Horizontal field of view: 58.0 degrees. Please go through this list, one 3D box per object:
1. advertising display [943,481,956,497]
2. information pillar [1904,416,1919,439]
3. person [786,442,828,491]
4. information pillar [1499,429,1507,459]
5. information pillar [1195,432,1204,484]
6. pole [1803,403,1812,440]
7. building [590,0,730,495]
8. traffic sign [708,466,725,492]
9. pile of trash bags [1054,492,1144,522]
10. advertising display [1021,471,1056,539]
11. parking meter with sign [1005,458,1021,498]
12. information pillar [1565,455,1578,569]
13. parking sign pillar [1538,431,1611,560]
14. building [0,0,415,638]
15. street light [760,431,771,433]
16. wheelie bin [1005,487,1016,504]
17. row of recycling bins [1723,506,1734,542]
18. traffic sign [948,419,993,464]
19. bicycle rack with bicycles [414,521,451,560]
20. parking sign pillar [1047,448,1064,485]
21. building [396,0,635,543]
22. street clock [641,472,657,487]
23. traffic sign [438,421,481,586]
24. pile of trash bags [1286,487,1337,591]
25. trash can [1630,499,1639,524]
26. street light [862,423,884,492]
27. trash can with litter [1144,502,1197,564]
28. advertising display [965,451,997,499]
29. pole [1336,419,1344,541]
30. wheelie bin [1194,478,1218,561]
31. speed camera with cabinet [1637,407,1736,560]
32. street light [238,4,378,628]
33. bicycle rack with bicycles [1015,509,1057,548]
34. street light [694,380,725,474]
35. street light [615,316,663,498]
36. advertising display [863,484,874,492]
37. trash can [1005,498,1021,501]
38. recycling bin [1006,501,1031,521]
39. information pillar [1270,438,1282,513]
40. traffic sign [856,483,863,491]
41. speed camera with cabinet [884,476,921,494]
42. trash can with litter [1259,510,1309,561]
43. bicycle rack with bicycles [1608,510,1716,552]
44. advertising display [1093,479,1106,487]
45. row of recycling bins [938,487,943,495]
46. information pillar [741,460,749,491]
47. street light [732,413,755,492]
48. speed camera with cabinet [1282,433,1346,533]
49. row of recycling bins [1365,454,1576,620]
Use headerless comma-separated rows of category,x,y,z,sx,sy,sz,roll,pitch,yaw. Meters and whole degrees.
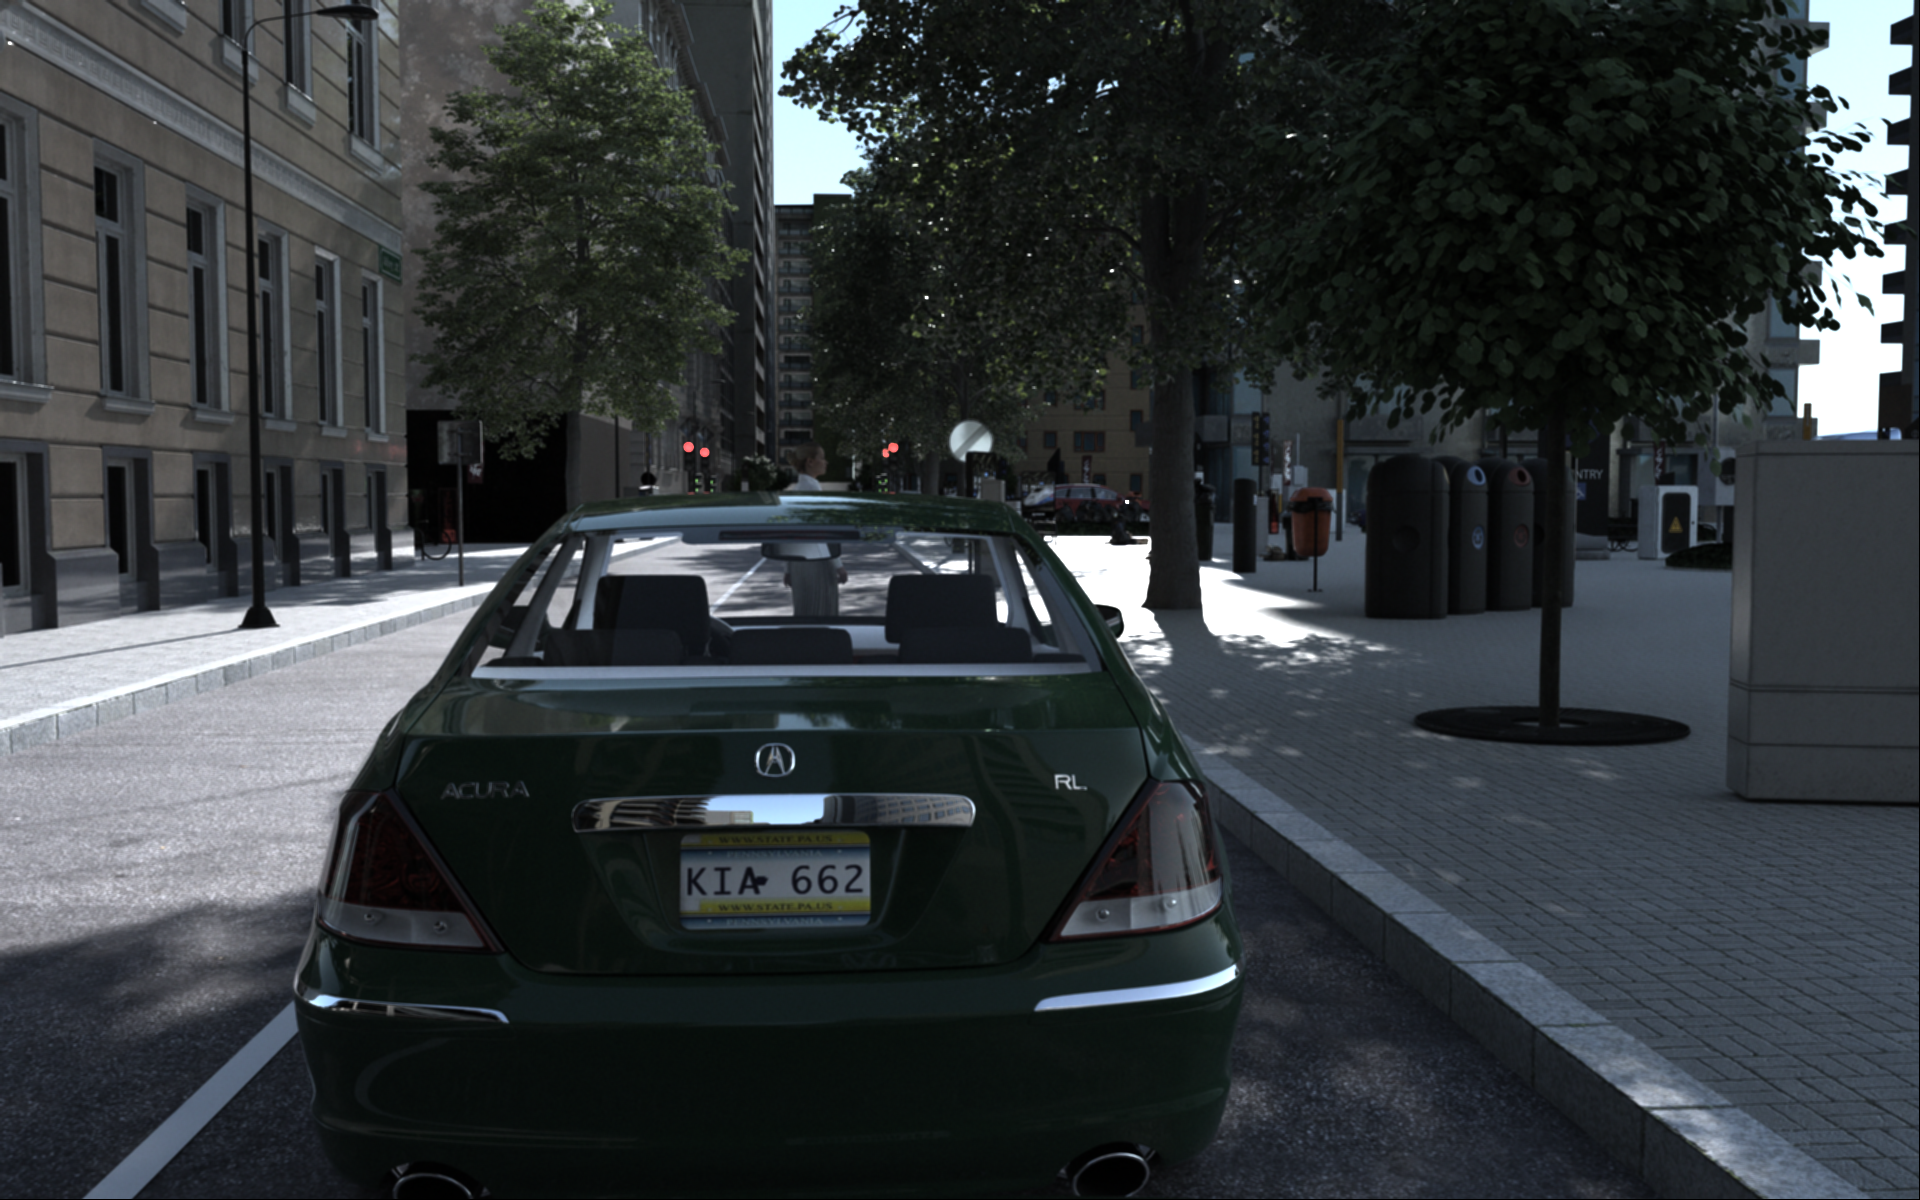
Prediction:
advertising display,-0.324,-4.867,84.793,0.974,1.923,0.123,0,4,7
information pillar,28.356,-3.683,51.575,0.183,3.616,0.504,-2,4,-32
person,-1.102,-0.211,12.171,0.641,1.798,0.478,-1,4,-11
information pillar,12.814,-3.029,40.886,0.183,3.616,0.504,0,4,5
information pillar,8.979,-4.512,65.126,0.183,3.616,0.504,3,5,40
pole,18.974,-2.753,38.861,0.158,3.312,0.155,0,3,0
building,-21.513,-19.451,105.416,14.401,28.519,23.554,0,4,-4
traffic sign,-11.166,-4.856,79.501,0.768,2.556,0.104,0,4,2
pile of trash bags,5.142,-3.223,62.443,3.447,1.369,1.912,-2,4,-32
advertising display,2.206,-2.672,48.902,0.974,1.923,0.123,0,4,-6
parking meter with sign,2.790,-4.693,72.997,1.738,3.016,0.543,0,4,5
information pillar,10.374,-1.545,29.755,0.304,2.012,0.304,-1,4,-17
parking sign pillar,12.101,-2.794,34.159,1.447,3.967,1.447,0,4,-4
building,-15.146,-14.299,19.694,13.634,28.700,20.117,0,4,-4
street light,-14.588,-9.479,127.529,1.470,5.913,1.316,0,4,-4
wheelie bin,2.862,-5.629,99.942,0.980,1.594,0.693,3,5,45
row of recycling bins,20.509,-2.197,43.035,1.069,1.692,3.534,-2,4,-26
traffic sign,0.181,-1.806,29.631,0.768,2.556,0.104,0,4,-1
bicycle rack with bicycles,-11.489,-1.189,32.817,2.925,0.926,2.852,0,4,7
parking sign pillar,5.606,-6.912,101.481,1.447,3.967,1.447,-2,4,-26
building,-19.108,-11.309,52.353,16.811,18.784,16.820,0,4,-4
street clock,-10.195,-3.193,56.777,0.471,2.002,0.358,1,4,8
traffic sign,-6.969,-1.347,24.151,0.606,2.300,0.079,0,4,2
pile of trash bags,6.082,-0.818,23.119,3.447,1.369,1.912,0,4,-3
trash can,21.682,-2.661,55.158,0.748,1.137,0.748,0,3,0
street light,-4.518,-7.140,89.278,1.470,5.913,1.316,0,4,-4
trash can with litter,3.801,-1.235,31.574,0.624,1.170,1.055,-3,5,-41
advertising display,0.327,-1.300,26.469,0.123,1.923,0.974,1,4,23
pole,10.396,-3.277,47.418,0.158,3.312,0.155,0,3,0
wheelie bin,4.625,-1.571,33.589,0.693,1.594,0.980,1,4,15
speed camera with cabinet,14.397,-2.431,34.079,2.038,3.252,0.660,-1,4,-17
street light,-6.223,-2.693,16.566,1.470,5.913,1.316,0,4,-4
bicycle rack with bicycles,1.092,-1.722,41.537,2.852,0.926,2.925,-1,4,-17
street light,-10.292,-6.011,70.821,1.470,5.913,1.316,0,4,-4
street light,-8.410,-4.444,45.195,1.470,5.913,1.316,0,4,-4
advertising display,-5.864,-6.458,110.803,0.123,1.923,0.974,3,4,37
trash can,2.191,-3.654,71.391,0.748,1.137,0.748,0,3,0
recycling bin,2.112,-3.025,62.007,0.722,1.027,0.722,-2,4,-34
information pillar,13.086,-4.918,71.764,0.504,3.616,0.183,0,4,-1
traffic sign,-8.145,-8.635,141.290,0.768,2.556,0.104,0,4,-2
speed camera with cabinet,-3.073,-5.904,90.858,2.038,3.252,0.660,0,4,-8
trash can with litter,6.329,-1.342,33.321,1.055,1.170,0.624,-2,4,-25
bicycle rack with bicycles,14.856,-1.512,38.111,2.925,0.926,2.852,3,5,39
advertising display,6.184,-4.390,76.988,0.123,1.923,0.974,2,4,34
row of recycling bins,0.416,-5.619,98.989,3.534,1.692,1.069,-1,4,-10
information pillar,-14.635,-7.746,117.996,0.504,3.616,0.183,0,4,3
street light,-12.470,-7.740,99.095,1.470,5.913,1.316,0,4,-4
speed camera with cabinet,11.625,-3.826,56.889,2.038,3.252,0.660,-1,4,-14
row of recycling bins,5.596,-0.726,18.983,3.534,1.692,1.069,-3,5,-43
